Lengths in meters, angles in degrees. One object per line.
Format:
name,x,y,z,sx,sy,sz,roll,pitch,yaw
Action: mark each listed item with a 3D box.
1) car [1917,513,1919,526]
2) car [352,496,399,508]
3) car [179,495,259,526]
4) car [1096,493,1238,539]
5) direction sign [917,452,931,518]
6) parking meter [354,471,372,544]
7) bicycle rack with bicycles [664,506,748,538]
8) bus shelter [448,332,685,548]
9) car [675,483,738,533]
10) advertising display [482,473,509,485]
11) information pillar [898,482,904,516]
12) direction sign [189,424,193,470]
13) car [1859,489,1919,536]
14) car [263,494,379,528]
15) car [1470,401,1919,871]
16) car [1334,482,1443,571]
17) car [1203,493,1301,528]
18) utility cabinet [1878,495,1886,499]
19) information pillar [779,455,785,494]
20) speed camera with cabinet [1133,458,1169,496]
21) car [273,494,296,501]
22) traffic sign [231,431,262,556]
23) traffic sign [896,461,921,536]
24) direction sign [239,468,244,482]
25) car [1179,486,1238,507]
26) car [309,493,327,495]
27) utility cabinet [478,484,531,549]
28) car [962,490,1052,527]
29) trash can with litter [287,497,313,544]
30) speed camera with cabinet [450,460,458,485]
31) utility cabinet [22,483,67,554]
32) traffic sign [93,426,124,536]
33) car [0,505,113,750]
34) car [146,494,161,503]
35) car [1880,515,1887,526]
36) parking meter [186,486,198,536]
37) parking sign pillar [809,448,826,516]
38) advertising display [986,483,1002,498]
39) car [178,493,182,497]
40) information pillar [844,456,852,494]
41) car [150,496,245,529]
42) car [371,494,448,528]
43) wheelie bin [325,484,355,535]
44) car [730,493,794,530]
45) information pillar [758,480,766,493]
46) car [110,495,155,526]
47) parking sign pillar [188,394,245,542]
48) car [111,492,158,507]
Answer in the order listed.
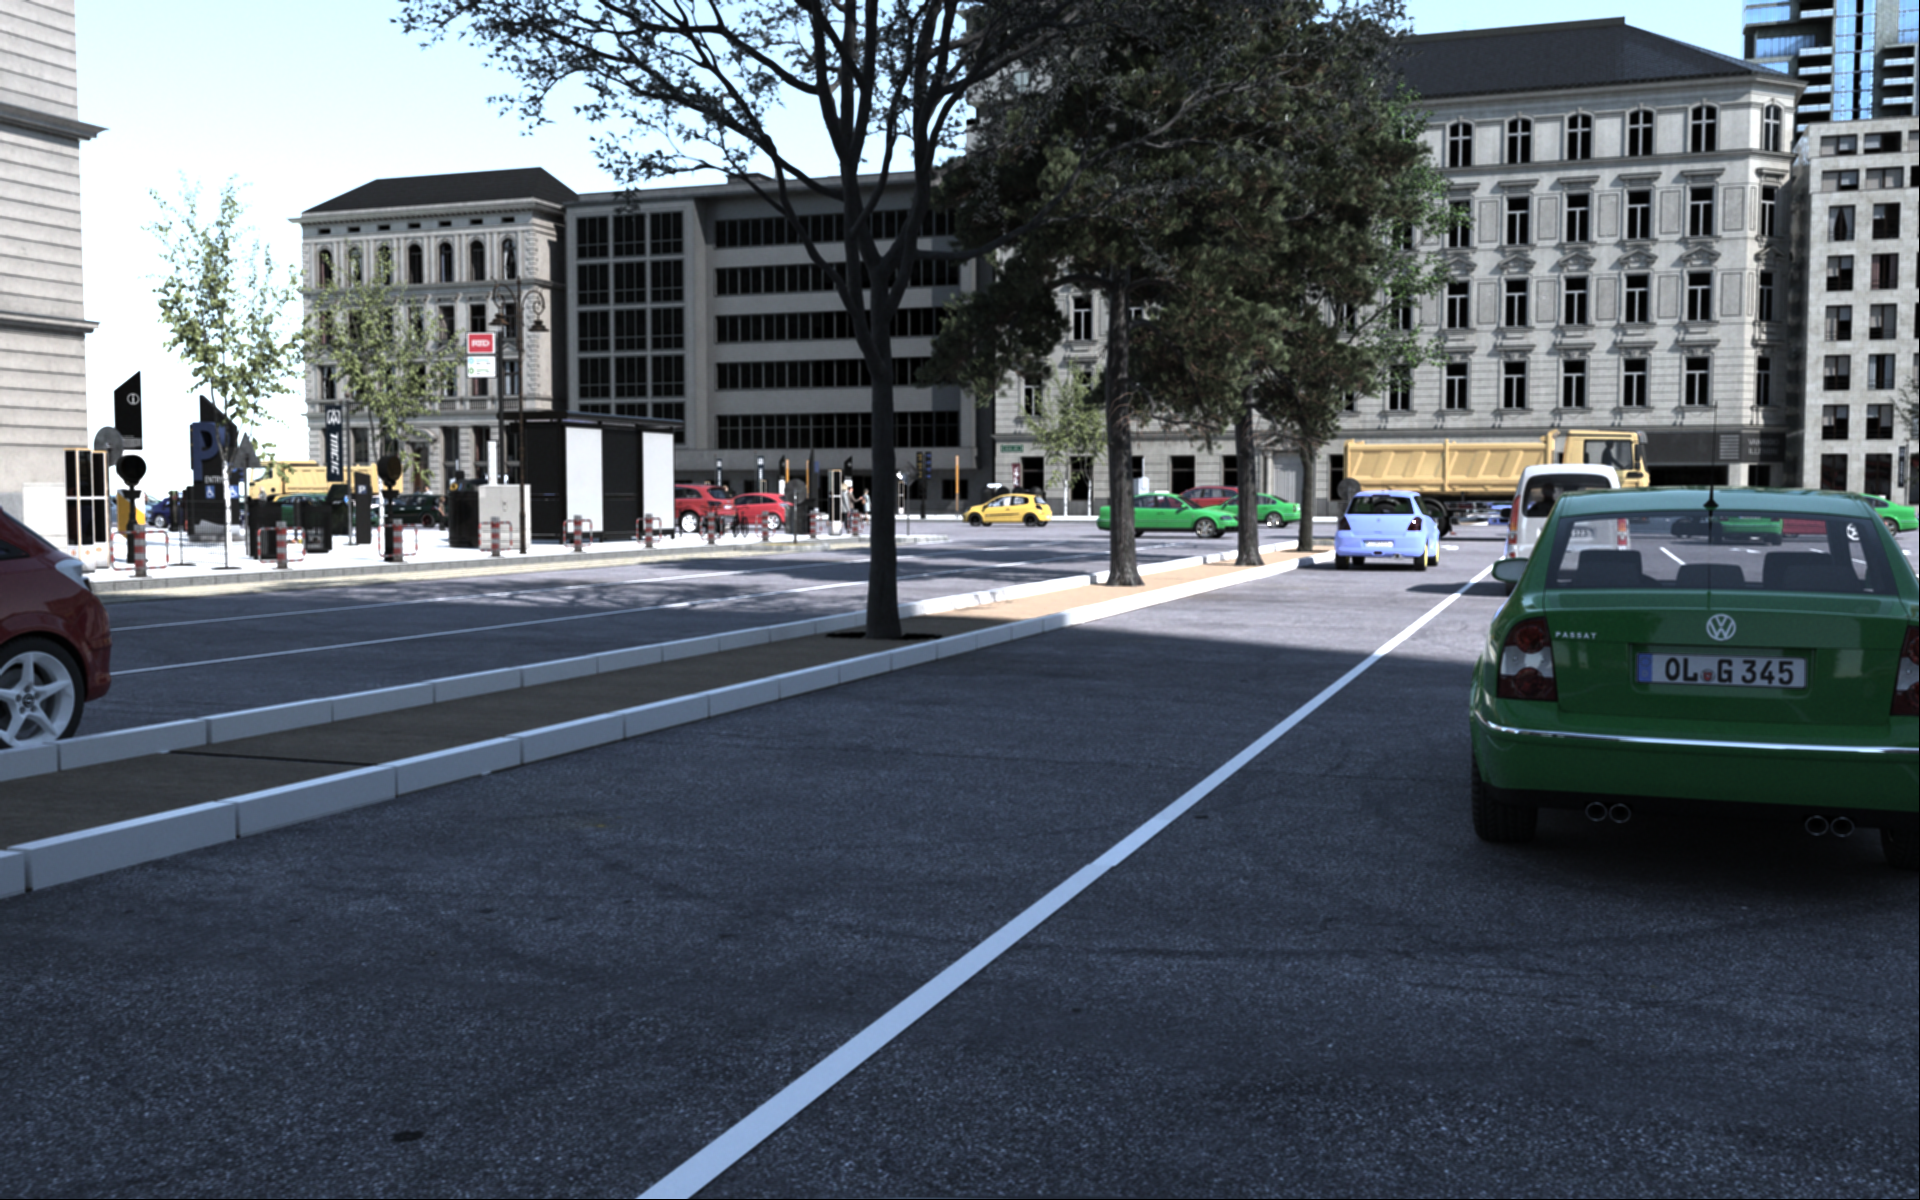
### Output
car,39.784,-3.585,68.202,3.694,1.707,1.945,1,4,19
car,-28.406,-4.537,86.541,4.827,1.381,2.083,1,4,21
car,-33.324,-4.140,77.469,4.222,1.686,2.009,1,4,20
car,6.856,-2.932,56.735,4.718,1.807,1.959,1,4,21
direction sign,-1.934,-6.166,92.810,0.876,3.537,0.379,2,4,27
parking meter,-15.234,-2.357,44.250,0.399,1.863,0.255,-1,4,-9
bicycle rack with bicycles,-7.645,-2.331,51.488,2.852,0.926,2.925,-1,4,-17
bus shelter,-10.280,-4.128,45.121,2.179,5.291,8.768,1,4,20
car,-10.760,-3.369,63.752,5.304,1.827,2.281,1,4,22
advertising display,-14.435,-2.978,53.911,0.123,1.923,0.974,2,4,33
information pillar,-3.545,-6.054,103.467,0.304,2.012,0.304,-1,4,-20
direction sign,-24.533,-3.932,56.278,0.876,3.537,0.379,-3,5,-39
car,28.383,-2.894,56.111,4.718,1.807,1.959,1,4,21
car,-24.549,-3.338,66.367,4.920,1.459,2.131,1,4,21
car,3.464,0.041,8.124,1.959,1.807,4.718,1,4,21
car,8.359,-1.475,33.716,1.945,1.707,3.694,1,4,20
car,12.230,-3.986,73.963,4.718,1.807,1.959,1,4,21
utility cabinet,43.350,-4.316,81.733,0.306,1.237,1.020,3,5,44
information pillar,-10.642,-6.863,103.571,0.183,3.616,0.504,2,4,29
speed camera with cabinet,10.576,-6.210,95.864,2.038,3.252,0.660,-2,4,-30
car,-29.670,-4.205,78.971,3.980,1.641,2.015,1,4,21
traffic sign,-14.796,-2.194,35.878,0.884,2.594,0.081,2,4,27
traffic sign,-1.570,-2.990,52.537,0.795,2.450,0.064,1,4,20
direction sign,-47.517,-7.457,113.926,0.876,3.537,0.379,0,4,6
car,11.129,-4.351,79.809,5.304,1.827,2.281,1,4,21
car,-33.037,-4.849,88.079,4.718,1.807,1.959,1,4,21
utility cabinet,-10.464,-1.903,39.795,1.173,1.500,0.318,1,4,16
car,2.058,-4.079,76.916,3.980,1.641,2.015,1,4,21
trash can with litter,-17.022,-2.093,45.277,1.678,1.210,2.233,0,4,0
speed camera with cabinet,-28.313,-6.452,99.830,2.038,3.252,0.660,-2,4,-29
utility cabinet,-17.502,-1.524,33.599,1.173,1.500,0.318,0,4,2
traffic sign,-15.918,-1.972,32.355,0.768,2.556,0.104,1,4,23
car,-6.263,0.055,8.140,2.155,1.783,4.494,1,4,22
car,-46.006,-5.396,97.014,4.718,1.807,1.959,1,4,20
car,25.716,-2.671,52.711,4.494,1.783,2.155,1,4,20
parking meter,-23.287,-2.703,52.606,0.372,1.533,0.369,0,3,0
parking sign pillar,-8.666,-6.976,102.532,1.447,3.967,1.447,-1,4,-13
advertising display,2.008,-5.930,102.172,0.974,1.923,0.123,-1,4,-20
car,-37.016,-4.588,84.613,1.945,1.707,3.694,1,4,19
information pillar,-6.752,-6.939,104.813,0.504,3.616,0.183,-1,4,-8
car,-31.560,-3.625,71.851,3.894,1.354,1.945,1,4,21
car,-23.426,-3.930,74.050,4.222,1.686,2.009,1,4,20
wheelie bin,-19.528,-2.853,54.562,0.980,1.594,0.693,1,4,17
car,-8.505,-3.737,70.148,4.494,1.783,2.155,1,4,20
information pillar,-10.646,-5.432,93.304,0.304,2.012,0.304,-3,4,-36
car,-38.363,-4.074,78.614,4.499,1.417,2.014,1,4,19
parking sign pillar,-20.004,-3.552,46.545,1.447,3.967,1.447,2,4,27
car,-45.126,-5.180,94.475,4.222,1.686,2.009,1,4,20
